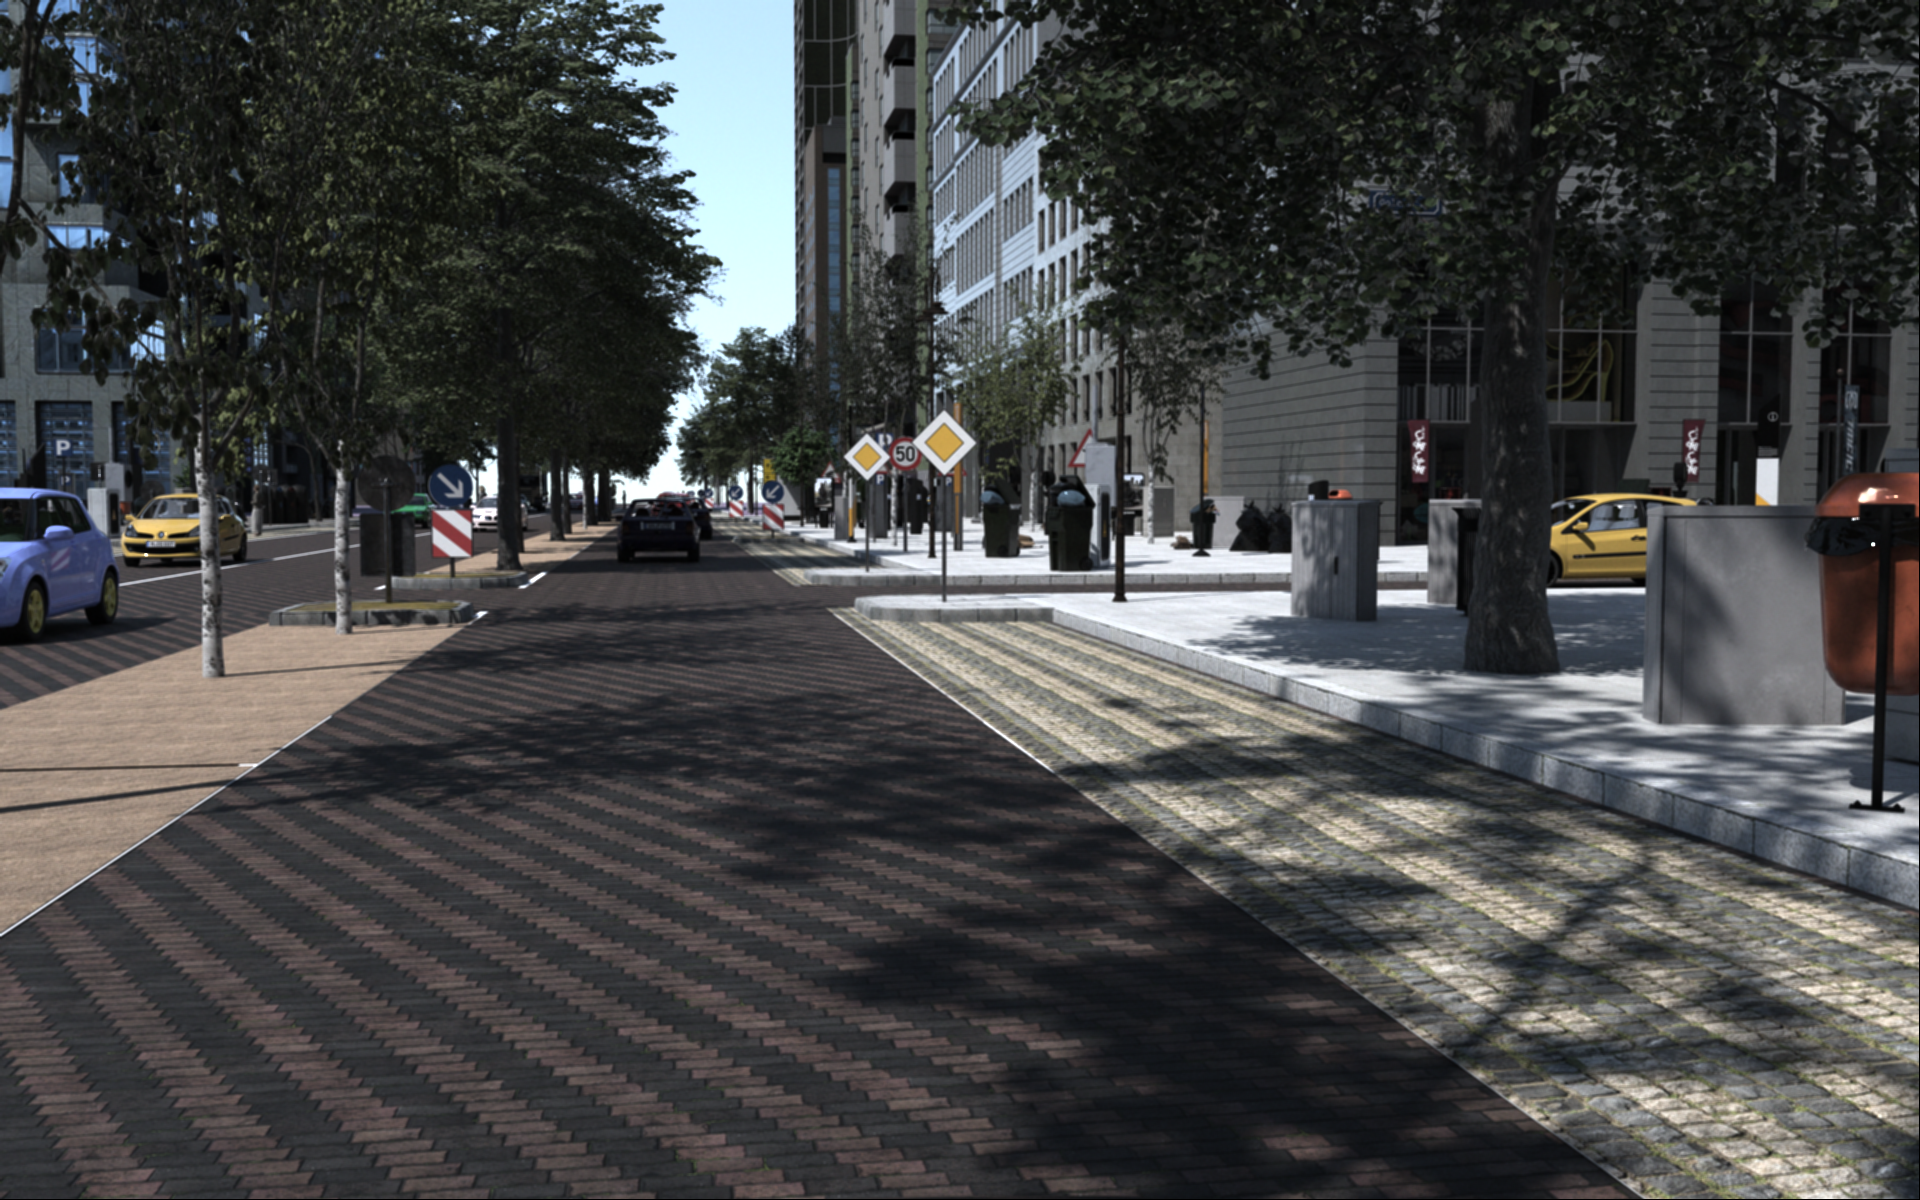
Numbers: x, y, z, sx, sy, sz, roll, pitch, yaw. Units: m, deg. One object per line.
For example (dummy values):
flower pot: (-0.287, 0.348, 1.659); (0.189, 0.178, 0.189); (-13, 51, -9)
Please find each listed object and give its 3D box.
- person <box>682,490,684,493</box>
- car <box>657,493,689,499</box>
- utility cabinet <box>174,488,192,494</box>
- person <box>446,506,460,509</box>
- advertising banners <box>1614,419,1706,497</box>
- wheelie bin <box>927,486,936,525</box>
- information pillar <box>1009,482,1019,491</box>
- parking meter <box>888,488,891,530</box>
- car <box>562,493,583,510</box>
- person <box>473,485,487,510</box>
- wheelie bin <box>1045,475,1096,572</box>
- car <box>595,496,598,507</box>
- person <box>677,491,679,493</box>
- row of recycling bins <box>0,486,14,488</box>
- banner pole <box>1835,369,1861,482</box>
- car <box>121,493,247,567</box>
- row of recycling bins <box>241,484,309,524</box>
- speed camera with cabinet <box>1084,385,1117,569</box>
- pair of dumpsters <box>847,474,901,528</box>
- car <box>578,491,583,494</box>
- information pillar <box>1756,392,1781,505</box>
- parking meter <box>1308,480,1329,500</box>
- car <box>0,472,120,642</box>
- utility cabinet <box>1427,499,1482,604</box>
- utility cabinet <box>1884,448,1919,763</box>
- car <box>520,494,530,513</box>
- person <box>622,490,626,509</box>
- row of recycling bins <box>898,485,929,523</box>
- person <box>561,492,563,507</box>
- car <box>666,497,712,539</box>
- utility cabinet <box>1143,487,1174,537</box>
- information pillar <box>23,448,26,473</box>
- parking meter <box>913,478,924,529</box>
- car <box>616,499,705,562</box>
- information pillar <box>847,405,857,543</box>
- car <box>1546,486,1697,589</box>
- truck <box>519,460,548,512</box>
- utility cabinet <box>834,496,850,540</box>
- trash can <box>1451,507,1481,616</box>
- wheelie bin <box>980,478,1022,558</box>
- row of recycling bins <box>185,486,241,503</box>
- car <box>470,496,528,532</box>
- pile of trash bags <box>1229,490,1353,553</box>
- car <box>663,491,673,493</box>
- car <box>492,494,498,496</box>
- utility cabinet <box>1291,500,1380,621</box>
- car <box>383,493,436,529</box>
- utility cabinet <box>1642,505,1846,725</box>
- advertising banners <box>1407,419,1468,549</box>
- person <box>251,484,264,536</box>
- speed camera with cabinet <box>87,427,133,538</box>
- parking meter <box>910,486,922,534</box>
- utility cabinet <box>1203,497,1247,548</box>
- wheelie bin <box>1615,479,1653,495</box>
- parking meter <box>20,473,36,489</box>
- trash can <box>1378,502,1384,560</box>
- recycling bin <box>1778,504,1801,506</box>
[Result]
person: (-30.605, -11.214, 191.814); (0.705, 1.831, 1.348); (-2, 4, -30)
car: (-12.347, -4.012, 74.632); (2.155, 1.783, 4.494); (-1, 4, -11)
utility cabinet: (-28.613, -3.377, 63.888); (0.318, 1.500, 1.173); (0, 4, -8)
person: (-13.111, -2.213, 44.952); (0.793, 1.790, 0.793); (-3, 5, -43)
advertising banners: (16.362, -2.711, 40.513); (2.074, 3.025, 0.090); (0, 4, 1)
wheelie bin: (-0.814, -3.715, 68.641); (0.980, 1.594, 0.693); (-3, 4, -37)
information pillar: (1.983, -3.613, 63.568); (0.304, 2.012, 0.304); (-2, 4, -25)
parking meter: (-2.514, -3.237, 61.334); (0.372, 1.533, 0.369); (0, 3, 0)
car: (-29.807, -7.681, 134.623); (2.155, 1.783, 4.494); (-1, 4, -9)
person: (-20.356, -3.979, 73.734); (0.728, 1.800, 0.709); (1, 4, 22)
wheelie bin: (1.827, -1.279, 28.815); (0.693, 1.594, 0.980); (-2, 4, -24)
car: (-40.479, -11.438, 196.602); (1.945, 1.707, 3.694); (0, 4, -8)
person: (-40.435, -14.664, 248.243); (1.348, 1.826, 0.705); (3, 5, 40)
row of recycling bins: (-50.582, -5.208, 92.265); (1.069, 1.692, 3.534); (0, 4, 2)
banner pole: (17.795, -2.741, 34.838); (0.863, 3.779, 0.401); (-2, 4, -29)
car: (-15.902, -1.551, 35.577); (2.015, 1.641, 3.980); (-1, 4, -11)
row of recycling bins: (-29.417, -4.144, 74.861); (1.069, 1.692, 3.534); (1, 4, 11)
speed camera with cabinet: (2.423, -2.225, 30.715); (0.660, 3.252, 2.038); (1, 4, 17)
pair of dumpsters: (-3.224, -3.816, 64.878); (1.574, 2.255, 4.437); (-1, 4, -10)
car: (-50.270, -13.636, 231.617); (2.281, 1.827, 5.304); (-1, 4, -10)
information pillar: (18.739, -2.984, 40.143); (0.504, 3.616, 0.183); (3, 4, 38)
parking meter: (6.661, -1.456, 32.220); (0.372, 1.533, 0.369); (0, 3, 0)
car: (-9.982, -0.498, 17.735); (1.945, 1.707, 3.694); (-1, 4, -10)
utility cabinet: (6.024, -0.561, 20.330); (1.020, 1.237, 0.306); (1, 4, 15)
utility cabinet: (5.042, 0.019, 8.360); (1.173, 1.500, 0.318); (-1, 4, -16)
car: (-33.590, -7.294, 131.053); (2.131, 1.459, 4.920); (-1, 4, -9)
person: (-32.921, -9.854, 169.702); (0.705, 1.814, 1.350); (0, 4, 0)
row of recycling bins: (-2.460, -4.340, 78.076); (1.069, 1.692, 3.534); (-2, 4, -26)
person: (-44.012, -11.130, 191.297); (1.217, 1.723, 0.721); (3, 5, 42)
car: (-9.000, -2.673, 56.283); (1.945, 1.354, 3.894); (-1, 4, -11)
utility cabinet: (5.868, -2.595, 51.109); (0.318, 1.500, 1.173); (3, 5, 42)
information pillar: (-47.819, -5.945, 88.557); (0.183, 3.616, 0.504); (-2, 4, -30)
parking meter: (-1.525, -3.526, 63.362); (0.399, 1.863, 0.255); (-1, 4, -10)
car: (-6.559, -1.547, 37.878); (1.945, 1.354, 3.894); (-1, 4, -8)
information pillar: (-2.849, -3.333, 45.852); (0.183, 3.616, 0.504); (1, 4, 11)
car: (9.721, -1.013, 26.792); (3.980, 1.641, 2.015); (-1, 4, -9)
truck: (-35.548, -9.416, 142.867); (2.839, 4.237, 11.283); (-1, 4, -11)
utility cabinet: (-3.313, -2.306, 48.857); (0.306, 1.237, 1.020); (0, 4, 5)
trash can: (5.546, -0.401, 18.218); (0.748, 1.137, 0.748); (0, 3, 0)
wheelie bin: (0.809, -1.662, 35.079); (0.693, 1.594, 0.980); (2, 4, 26)
row of recycling bins: (-38.182, -4.974, 88.446); (3.534, 1.692, 1.069); (1, 4, 19)
car: (-17.776, -3.333, 66.858); (2.083, 1.381, 4.827); (-1, 4, -9)
pile of trash bags: (7.470, -1.731, 38.056); (1.912, 1.369, 3.447); (-2, 4, -26)
car: (-40.756, -14.252, 241.687); (2.281, 1.827, 5.304); (-1, 4, -11)
car: (-28.905, -5.974, 109.473); (2.131, 1.459, 4.920); (-1, 4, -10)
utility cabinet: (3.856, -0.412, 17.896); (0.306, 1.237, 1.020); (-2, 4, -30)
car: (-23.063, -3.908, 72.686); (1.959, 1.807, 4.718); (-1, 4, -11)
utility cabinet: (4.408, 0.087, 9.734); (1.020, 1.237, 0.306); (0, 4, 3)
advertising banners: (11.394, -2.688, 40.143); (2.074, 3.025, 0.090); (2, 4, 25)
person: (-23.834, -3.036, 58.687); (0.362, 1.759, 0.519); (1, 4, 10)
speed camera with cabinet: (-24.883, -3.449, 50.733); (0.660, 3.252, 2.038); (0, 4, -6)
parking meter: (-1.401, -2.860, 55.179); (0.372, 1.533, 0.369); (0, 3, 0)
utility cabinet: (6.387, -1.869, 41.727); (1.020, 1.237, 0.306); (2, 4, 24)
wheelie bin: (13.941, -1.713, 35.920); (0.980, 1.594, 0.693); (3, 5, 43)
parking meter: (-26.368, -2.650, 49.042); (0.255, 1.863, 0.399); (0, 4, 5)
trash can: (7.493, -1.258, 32.218); (0.748, 1.137, 0.748); (0, 3, 0)
recycling bin: (19.712, -1.785, 41.743); (0.722, 1.027, 0.722); (-2, 4, -29)
